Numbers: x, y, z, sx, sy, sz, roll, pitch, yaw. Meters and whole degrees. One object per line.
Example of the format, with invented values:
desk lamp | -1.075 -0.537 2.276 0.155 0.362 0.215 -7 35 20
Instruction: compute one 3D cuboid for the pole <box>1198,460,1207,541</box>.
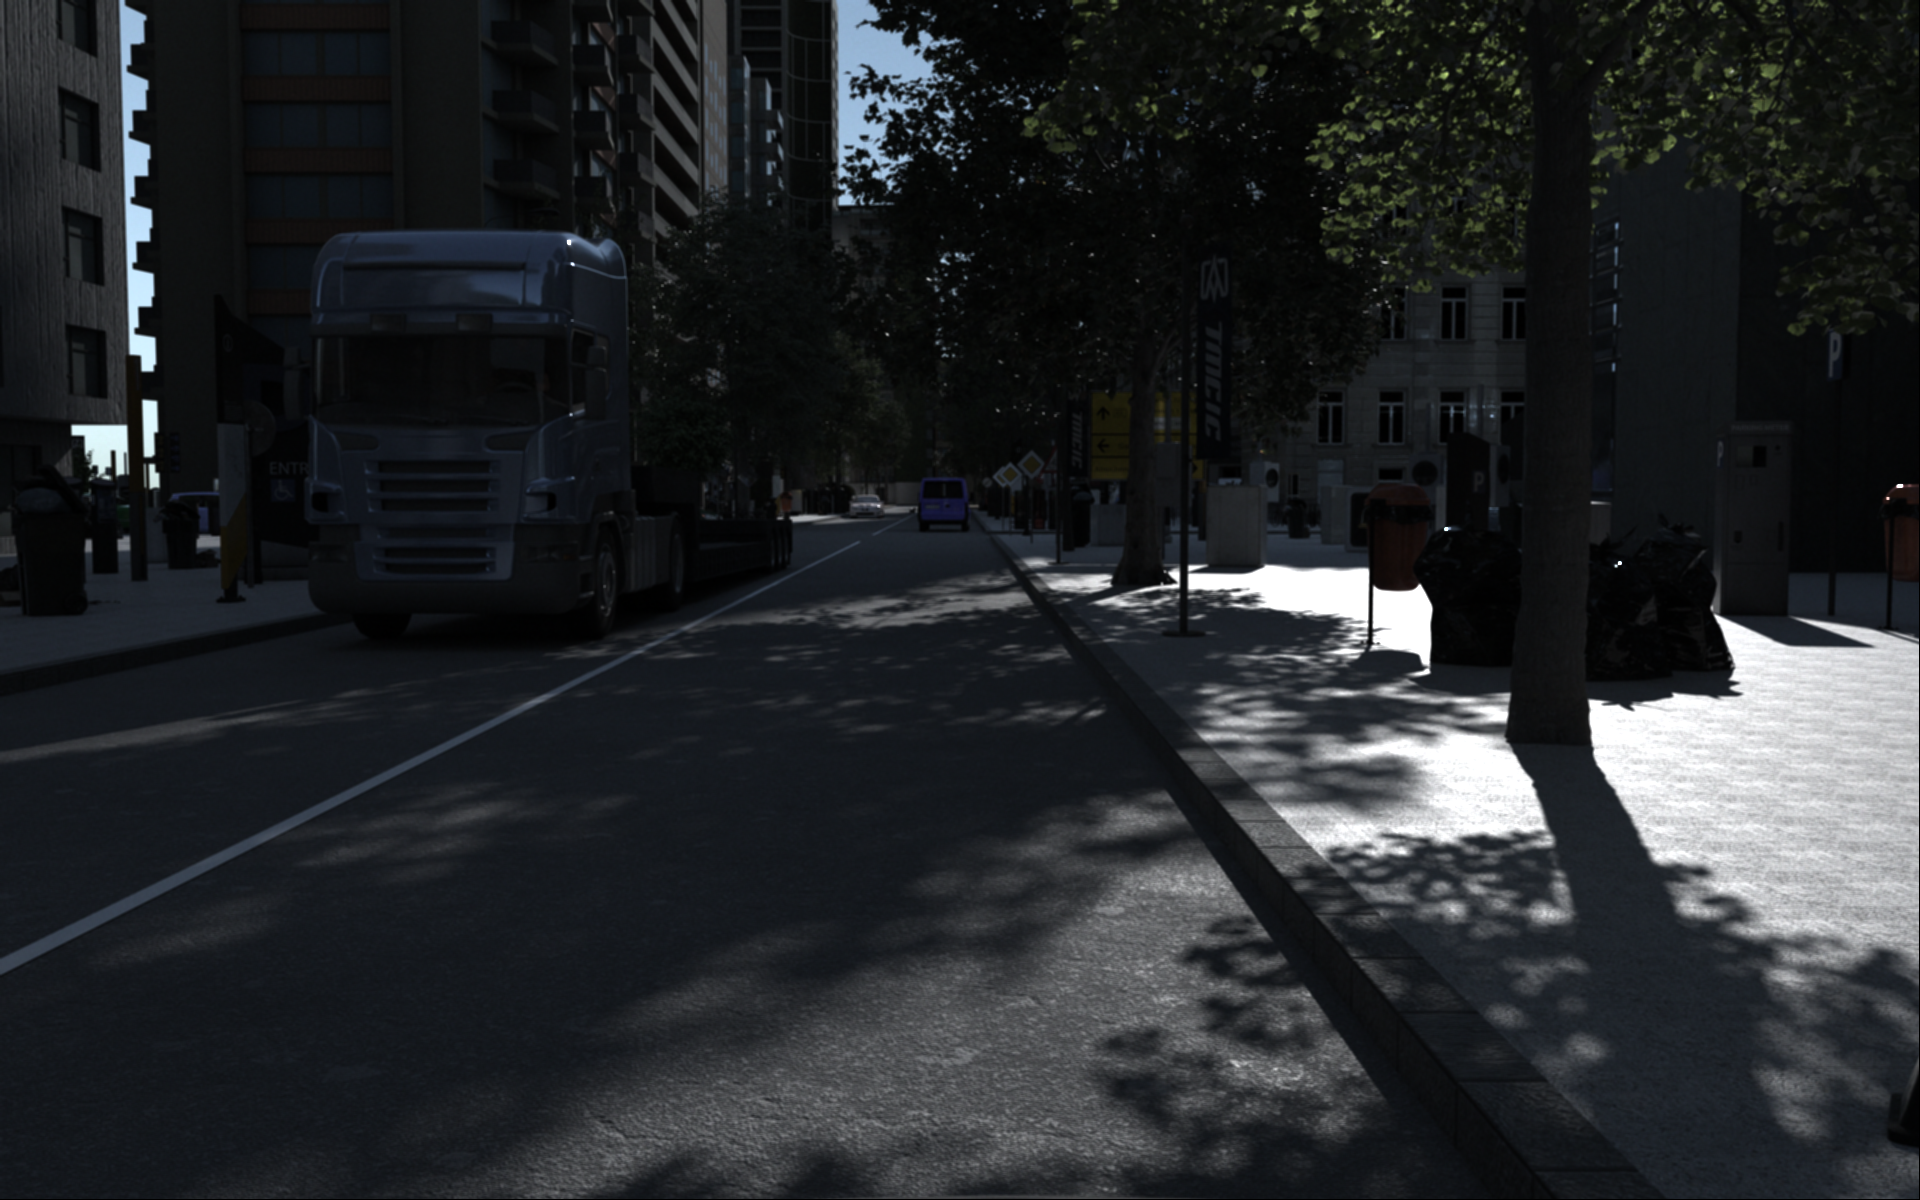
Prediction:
pole | 6.676 -3.290 47.638 0.158 3.312 0.155 0 3 0

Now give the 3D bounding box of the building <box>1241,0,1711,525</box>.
building | 25.646 -17.123 77.231 25.104 27.353 12.463 0 4 0

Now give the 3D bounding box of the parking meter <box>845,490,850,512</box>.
parking meter | -7.851 -6.878 120.868 0.372 1.533 0.369 0 3 0

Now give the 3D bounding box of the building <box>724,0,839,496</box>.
building | -27.723 -49.055 240.293 20.611 71.187 20.563 0 4 0

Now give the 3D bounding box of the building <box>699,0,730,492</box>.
building | -26.979 -30.157 143.171 14.600 45.320 14.200 0 4 0

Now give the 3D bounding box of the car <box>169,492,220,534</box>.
car | -23.963 -2.853 56.235 3.694 1.707 1.945 0 4 0

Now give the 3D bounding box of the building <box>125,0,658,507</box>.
building | -27.324 -26.343 85.328 22.147 44.769 28.867 0 4 0

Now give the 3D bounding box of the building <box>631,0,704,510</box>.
building | -29.897 -30.255 118.378 21.300 48.544 21.600 0 4 0

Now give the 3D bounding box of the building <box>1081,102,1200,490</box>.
building | 23.339 -51.542 155.381 22.319 86.520 31.000 0 4 0

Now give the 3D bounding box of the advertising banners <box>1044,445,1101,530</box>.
advertising banners | 4.110 -4.004 61.655 2.074 3.025 0.090 0 4 -7

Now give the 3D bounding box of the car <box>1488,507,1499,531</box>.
car | 16.921 -2.819 58.090 4.499 1.417 2.014 0 4 1

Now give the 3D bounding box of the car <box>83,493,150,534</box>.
car | -29.257 -2.964 57.263 4.718 1.807 1.959 0 4 0

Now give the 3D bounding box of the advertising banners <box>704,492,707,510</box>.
advertising banners | -19.503 -8.424 133.919 2.074 3.025 0.090 -1 4 -15

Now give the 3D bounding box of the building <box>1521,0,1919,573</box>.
building | 23.731 -43.298 20.591 22.319 86.520 31.000 0 4 0

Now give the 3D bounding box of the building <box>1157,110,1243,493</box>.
building | 21.588 -20.636 113.815 17.030 29.872 44.131 0 4 0

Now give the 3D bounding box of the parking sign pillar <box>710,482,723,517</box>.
parking sign pillar | -13.122 -6.387 92.907 1.447 3.967 1.447 -1 4 -10

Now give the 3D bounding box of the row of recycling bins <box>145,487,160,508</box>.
row of recycling bins | -61.992 -7.671 132.534 3.534 1.692 1.069 0 4 5

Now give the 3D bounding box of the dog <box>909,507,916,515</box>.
dog | -3.314 -6.161 120.016 0.406 0.507 0.540 1 4 9

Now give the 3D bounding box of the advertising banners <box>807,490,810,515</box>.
advertising banners | -9.528 -6.908 109.129 0.090 3.025 2.074 0 3 0

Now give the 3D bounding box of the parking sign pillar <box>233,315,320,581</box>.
parking sign pillar | -10.272 -2.308 26.206 1.447 3.967 1.447 -2 4 -23

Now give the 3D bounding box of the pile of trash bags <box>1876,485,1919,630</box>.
pile of trash bags | 9.411 -0.327 15.105 1.912 1.369 3.447 -1 4 -15

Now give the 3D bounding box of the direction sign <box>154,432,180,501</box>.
direction sign | -29.131 -4.386 63.713 0.876 3.537 0.379 0 4 -7

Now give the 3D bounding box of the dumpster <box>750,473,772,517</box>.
dumpster | -9.066 -4.698 79.305 1.502 2.255 1.985 0 4 0

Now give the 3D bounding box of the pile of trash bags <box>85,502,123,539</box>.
pile of trash bags | -25.693 -2.401 49.004 3.447 1.369 1.912 -3 5 -43

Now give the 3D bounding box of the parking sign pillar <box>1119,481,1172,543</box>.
parking sign pillar | 4.870 -3.491 45.549 1.447 3.967 1.447 -1 4 -17

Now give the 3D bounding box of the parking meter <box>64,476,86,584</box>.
parking meter | -12.735 -1.001 24.773 0.372 1.533 0.369 0 3 0

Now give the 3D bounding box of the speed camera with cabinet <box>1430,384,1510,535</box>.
speed camera with cabinet | 9.100 -2.221 30.651 0.660 3.252 2.038 3 4 38

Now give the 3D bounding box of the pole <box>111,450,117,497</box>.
pole | -39.496 -5.323 80.866 0.158 3.312 0.155 0 3 0

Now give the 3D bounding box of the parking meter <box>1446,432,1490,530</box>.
parking meter | 4.858 -0.665 16.579 0.399 1.863 0.255 -3 4 -39

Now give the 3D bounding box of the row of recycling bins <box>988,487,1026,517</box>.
row of recycling bins | 2.781 -5.682 100.009 1.069 1.692 3.534 2 4 33

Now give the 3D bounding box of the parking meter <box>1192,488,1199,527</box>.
parking meter | 9.271 -3.634 67.824 0.372 1.533 0.369 0 3 0

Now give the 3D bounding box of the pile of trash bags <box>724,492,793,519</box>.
pile of trash bags | -9.606 -4.416 81.960 3.447 1.369 1.912 0 4 4

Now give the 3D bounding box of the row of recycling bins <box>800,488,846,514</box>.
row of recycling bins | -9.209 -6.521 113.725 3.534 1.692 1.069 1 4 8

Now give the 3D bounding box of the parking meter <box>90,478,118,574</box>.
parking meter | -13.824 -1.197 27.977 0.372 1.533 0.369 0 3 0

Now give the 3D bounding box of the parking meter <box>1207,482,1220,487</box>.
parking meter | 5.450 -1.748 36.998 0.372 1.533 0.369 0 3 0

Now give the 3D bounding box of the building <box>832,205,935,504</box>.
building | -10.366 -33.885 237.618 14.086 41.232 14.154 0 4 0

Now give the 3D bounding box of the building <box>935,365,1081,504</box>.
building | 11.110 -24.450 244.796 28.899 21.520 27.650 0 4 0

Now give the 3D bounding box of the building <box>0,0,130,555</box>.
building | -26.102 -16.123 35.320 14.107 30.474 14.160 0 4 0

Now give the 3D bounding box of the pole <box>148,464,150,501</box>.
pole | -47.787 -6.608 101.889 0.158 3.312 0.155 0 3 0

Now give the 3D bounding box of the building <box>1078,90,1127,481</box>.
building | 23.669 -32.538 186.625 22.147 44.769 28.867 0 4 0

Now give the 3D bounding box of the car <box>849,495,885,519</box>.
car | -5.462 -5.482 101.989 2.083 1.381 4.827 0 4 0

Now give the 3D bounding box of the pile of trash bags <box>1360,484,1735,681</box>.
pile of trash bags | 4.330 -0.236 13.618 1.912 1.369 3.447 -2 4 -26

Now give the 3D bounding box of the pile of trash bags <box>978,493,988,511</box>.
pile of trash bags | 2.221 -7.405 130.816 1.912 1.369 3.447 0 4 5

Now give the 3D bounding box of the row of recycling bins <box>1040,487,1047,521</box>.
row of recycling bins | 5.123 -5.326 94.196 1.069 1.692 3.534 1 4 23

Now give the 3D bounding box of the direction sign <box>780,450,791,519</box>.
direction sign | -8.974 -5.943 89.164 0.876 3.537 0.379 3 5 44

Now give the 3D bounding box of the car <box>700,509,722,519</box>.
car | -10.411 -2.840 58.236 4.920 1.459 2.131 0 4 0

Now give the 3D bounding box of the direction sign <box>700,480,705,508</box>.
direction sign | -16.219 -7.161 109.075 0.379 3.537 0.876 1 4 17

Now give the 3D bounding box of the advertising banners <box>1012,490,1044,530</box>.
advertising banners | 2.828 -4.052 62.437 2.074 3.025 0.090 2 4 27

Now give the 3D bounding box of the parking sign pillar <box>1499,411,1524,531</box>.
parking sign pillar | 14.854 -3.484 45.438 1.447 3.967 1.447 1 4 11

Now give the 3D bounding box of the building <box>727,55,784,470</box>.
building | -34.973 -34.856 189.512 30.456 49.044 23.786 0 4 0

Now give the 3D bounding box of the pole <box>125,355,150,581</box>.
pole | -12.134 -1.937 25.516 0.158 3.312 0.155 0 3 0
